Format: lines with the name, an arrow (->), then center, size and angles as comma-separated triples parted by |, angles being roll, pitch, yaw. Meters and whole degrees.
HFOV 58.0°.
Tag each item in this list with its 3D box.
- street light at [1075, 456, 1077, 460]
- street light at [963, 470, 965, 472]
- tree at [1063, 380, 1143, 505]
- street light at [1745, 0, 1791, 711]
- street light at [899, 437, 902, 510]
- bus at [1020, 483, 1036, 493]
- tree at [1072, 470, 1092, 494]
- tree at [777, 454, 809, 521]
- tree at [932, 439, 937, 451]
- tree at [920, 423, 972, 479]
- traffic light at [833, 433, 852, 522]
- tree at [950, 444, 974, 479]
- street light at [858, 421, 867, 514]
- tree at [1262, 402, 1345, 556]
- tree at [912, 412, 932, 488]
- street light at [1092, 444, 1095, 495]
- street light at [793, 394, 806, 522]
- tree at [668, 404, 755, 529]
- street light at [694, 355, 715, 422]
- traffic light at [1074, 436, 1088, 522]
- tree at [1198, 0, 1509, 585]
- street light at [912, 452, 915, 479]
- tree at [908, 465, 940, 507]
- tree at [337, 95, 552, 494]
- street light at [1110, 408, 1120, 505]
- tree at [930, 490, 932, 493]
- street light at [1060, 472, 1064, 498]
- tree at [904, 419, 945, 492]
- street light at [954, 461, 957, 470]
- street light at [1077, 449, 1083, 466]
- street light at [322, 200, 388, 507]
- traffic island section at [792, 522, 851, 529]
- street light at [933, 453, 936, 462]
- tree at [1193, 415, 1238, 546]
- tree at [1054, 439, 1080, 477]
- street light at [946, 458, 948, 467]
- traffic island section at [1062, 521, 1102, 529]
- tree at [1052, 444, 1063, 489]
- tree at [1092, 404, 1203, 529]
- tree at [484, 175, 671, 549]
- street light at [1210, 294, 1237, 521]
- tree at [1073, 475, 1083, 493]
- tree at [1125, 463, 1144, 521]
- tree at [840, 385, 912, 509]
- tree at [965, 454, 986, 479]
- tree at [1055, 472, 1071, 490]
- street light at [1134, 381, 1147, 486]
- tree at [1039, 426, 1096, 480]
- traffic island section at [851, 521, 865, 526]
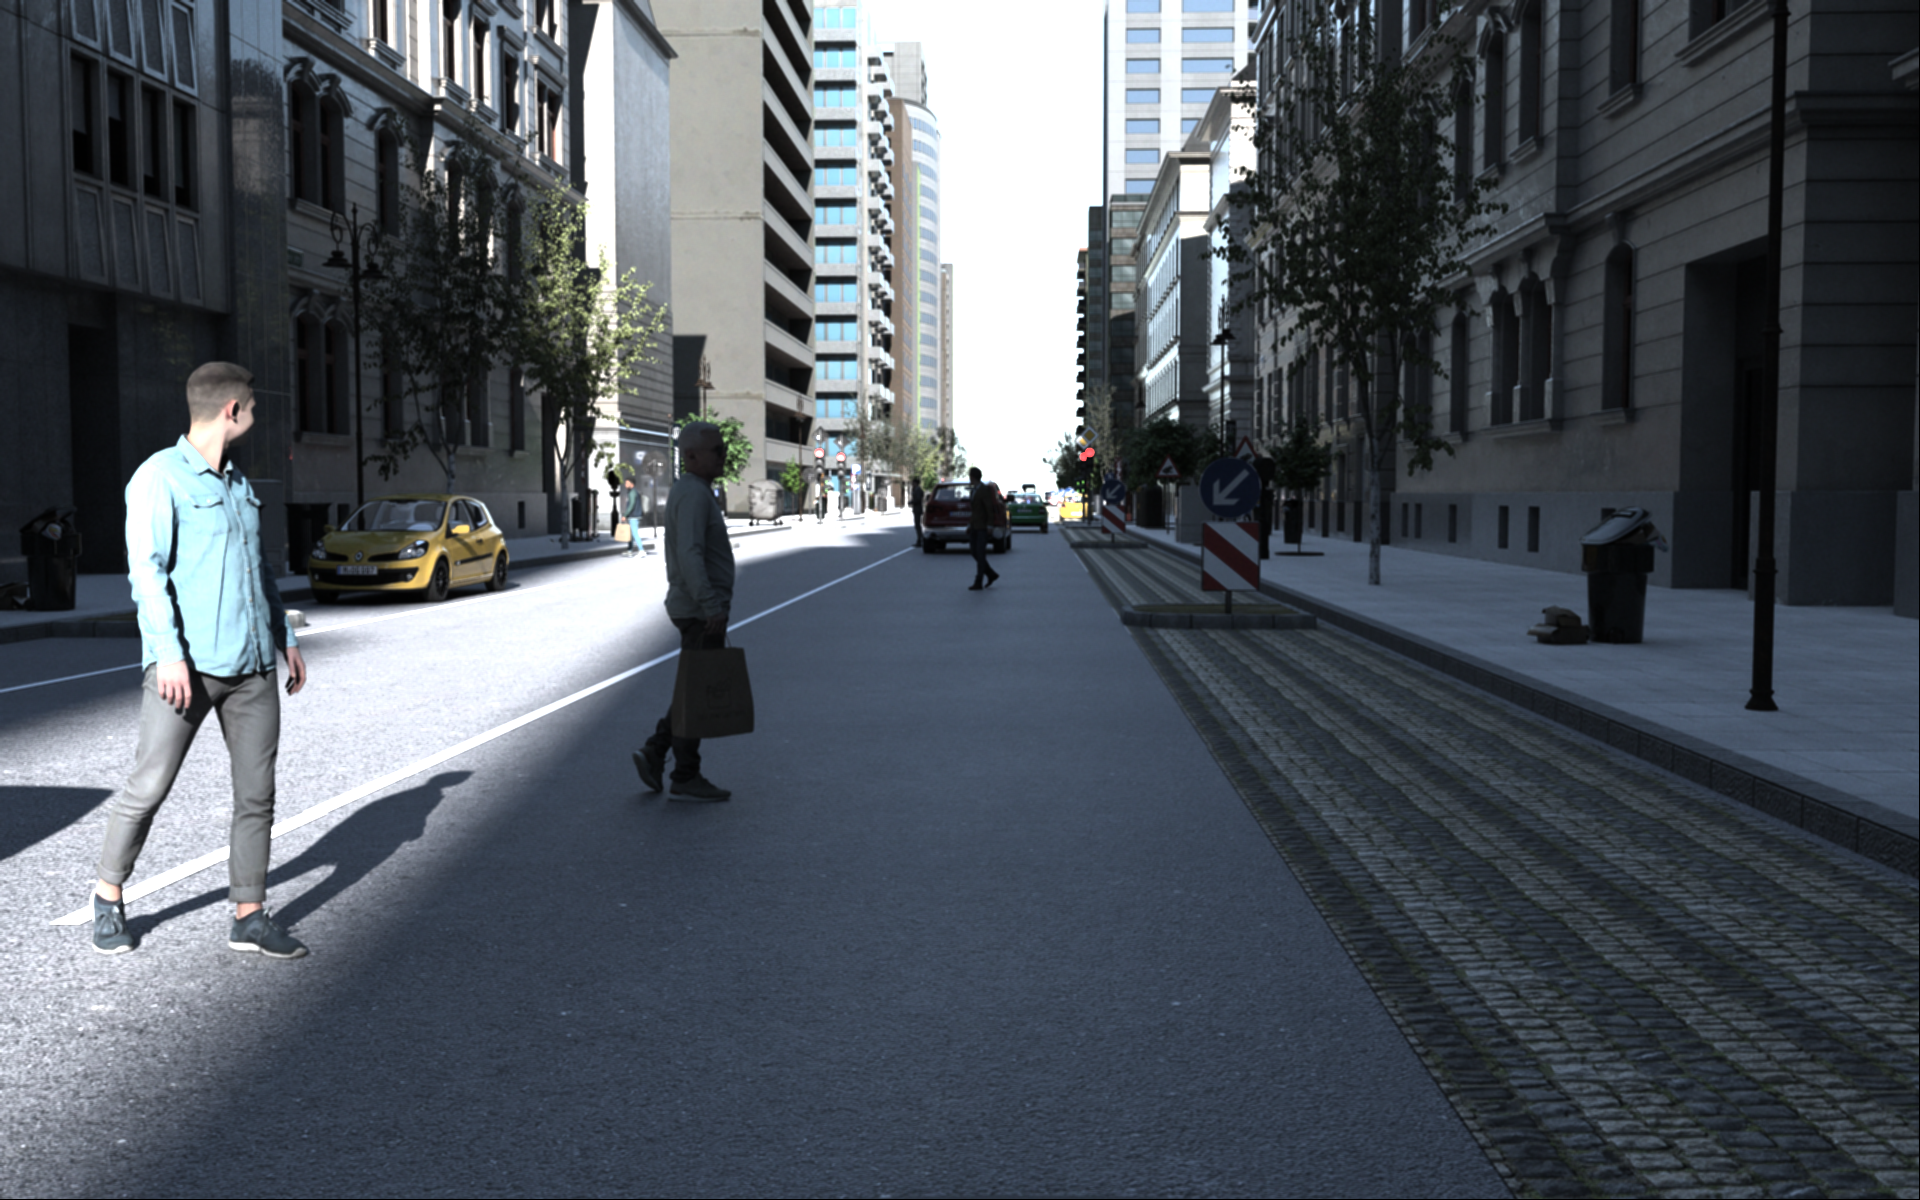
street light -> 11.456, -12.035, 169.558 | 0.468, 5.910, 1.993 | 0, 4, 2
street light -> 0.651, -18.142, 269.409 | 0.468, 5.910, 1.993 | 0, 4, 2
tree -> 9.358, -9.802, 110.624 | 4.360, 8.622, 3.978 | 0, 3, 0
street light -> 4.775, -2.285, 10.141 | 0.468, 5.910, 1.993 | 0, 4, 2
street light -> -4.771, -10.282, 140.890 | 0.468, 5.910, 1.993 | 0, 4, 2
bus -> 11.848, -18.885, 303.621 | 2.948, 3.499, 13.247 | 0, 4, 0
tree -> 10.778, -8.916, 129.485 | 4.285, 4.588, 4.351 | 0, 3, 0
tree -> -7.876, -5.406, 82.989 | 1.663, 3.219, 1.824 | 0, 3, 0
tree -> -4.439, -12.132, 148.727 | 4.360, 8.622, 3.978 | 0, 3, 0
tree -> -2.376, -17.915, 227.315 | 8.767, 10.594, 7.601 | 1, 4, 9
traffic light -> -5.416, -5.545, 79.575 | 0.839, 4.253, 0.868 | 0, 4, 2
tree -> 0.068, -18.675, 255.692 | 4.360, 8.622, 3.978 | 0, 3, 0
street light -> -6.182, -8.388, 109.929 | 0.468, 5.910, 1.993 | 0, 4, 2
tree -> 7.128, -2.561, 36.476 | 1.663, 3.219, 1.824 | 0, 3, 0
tree -> -5.319, -11.233, 134.018 | 4.360, 8.622, 3.978 | 0, 3, 0
street light -> 9.625, -9.231, 123.716 | 0.468, 5.910, 1.993 | 0, 4, 2
street light -> -7.370, -6.556, 79.977 | 0.468, 5.910, 1.993 | 0, 4, 2
tree -> -9.109, -4.851, 63.024 | 4.285, 4.588, 4.351 | 0, 3, 0
street light -> -8.470, -5.184, 57.553 | 0.468, 5.910, 1.993 | 0, 4, 2
traffic light -> 5.636, -5.517, 79.123 | 0.839, 4.253, 0.868 | 0, 4, 2
tree -> 5.702, -4.514, 24.170 | 4.737, 8.622, 4.395 | 0, 3, 0
street light -> -4.194, -11.230, 156.394 | 0.468, 5.910, 1.993 | 0, 4, 2
tree -> -3.697, -11.785, 176.401 | 4.285, 4.588, 4.351 | 0, 3, 0
tree -> -9.634, -5.023, 32.485 | 4.360, 8.622, 3.978 | 0, 3, 0
street light -> 8.331, -7.358, 93.086 | 0.468, 5.910, 1.993 | 0, 4, 2
tree -> -2.831, -12.231, 194.573 | 1.663, 3.219, 1.824 | 0, 3, 0
street light -> 16.359, -18.945, 282.537 | 0.468, 5.910, 1.993 | 0, 4, 2
tree -> -3.629, -13.388, 169.257 | 4.737, 8.622, 4.395 | 0, 3, 0
street light -> -0.711, -16.311, 239.466 | 0.468, 5.910, 1.993 | 0, 4, 2
street light -> 10.850, -11.069, 153.765 | 0.468, 5.910, 1.993 | 0, 4, 2
street light -> -9.587, -3.352, 27.598 | 0.468, 5.910, 1.993 | 0, 4, 2
traffic island section -> -5.795, -3.025, 71.734 | 2.009, 0.180, 2.903 | 0, 4, 2
street light -> -2.824, -13.139, 187.617 | 0.468, 5.910, 1.993 | 0, 4, 2
tree -> 6.228, -2.948, 42.793 | 1.663, 3.219, 1.824 | 0, 3, 0
tree -> 14.099, -16.496, 220.077 | 4.737, 8.622, 4.395 | 0, 3, 0
street light -> -1.641, -14.990, 217.868 | 0.468, 5.910, 1.993 | 0, 4, 2
traffic island section -> 5.675, -3.483, 79.236 | 2.009, 0.180, 2.903 | 0, 4, 2
tree -> 12.640, -14.978, 195.248 | 4.360, 8.622, 3.978 | 0, 3, 0
tree -> 7.411, -4.875, 63.426 | 4.285, 4.588, 4.351 | 0, 3, 0
tree -> -9.112, -5.491, 40.148 | 4.737, 8.622, 4.395 | 0, 3, 0
street light -> 6.084, -4.123, 40.198 | 0.468, 5.910, 1.993 | 0, 4, 2
tree -> 10.817, -9.583, 151.282 | 1.663, 3.219, 1.824 | 0, 3, 0
tree -> 8.359, -5.364, 82.300 | 1.663, 3.219, 1.824 | 0, 3, 0
tree -> -6.357, -10.246, 117.884 | 4.360, 8.622, 3.978 | 0, 3, 0
tree -> 2.431, -22.000, 310.066 | 4.737, 8.622, 4.395 | 0, 3, 0
tree -> 14.302, -13.831, 209.843 | 4.285, 4.588, 4.351 | 0, 3, 0
street light -> 7.340, -5.988, 70.695 | 0.468, 5.910, 1.993 | 0, 4, 2
tree -> 14.775, -18.495, 236.806 | 8.767, 10.594, 7.601 | 1, 4, 15
traffic island section -> -5.456, -3.513, 79.712 | 2.009, 0.180, 2.903 | 0, 4, 2
